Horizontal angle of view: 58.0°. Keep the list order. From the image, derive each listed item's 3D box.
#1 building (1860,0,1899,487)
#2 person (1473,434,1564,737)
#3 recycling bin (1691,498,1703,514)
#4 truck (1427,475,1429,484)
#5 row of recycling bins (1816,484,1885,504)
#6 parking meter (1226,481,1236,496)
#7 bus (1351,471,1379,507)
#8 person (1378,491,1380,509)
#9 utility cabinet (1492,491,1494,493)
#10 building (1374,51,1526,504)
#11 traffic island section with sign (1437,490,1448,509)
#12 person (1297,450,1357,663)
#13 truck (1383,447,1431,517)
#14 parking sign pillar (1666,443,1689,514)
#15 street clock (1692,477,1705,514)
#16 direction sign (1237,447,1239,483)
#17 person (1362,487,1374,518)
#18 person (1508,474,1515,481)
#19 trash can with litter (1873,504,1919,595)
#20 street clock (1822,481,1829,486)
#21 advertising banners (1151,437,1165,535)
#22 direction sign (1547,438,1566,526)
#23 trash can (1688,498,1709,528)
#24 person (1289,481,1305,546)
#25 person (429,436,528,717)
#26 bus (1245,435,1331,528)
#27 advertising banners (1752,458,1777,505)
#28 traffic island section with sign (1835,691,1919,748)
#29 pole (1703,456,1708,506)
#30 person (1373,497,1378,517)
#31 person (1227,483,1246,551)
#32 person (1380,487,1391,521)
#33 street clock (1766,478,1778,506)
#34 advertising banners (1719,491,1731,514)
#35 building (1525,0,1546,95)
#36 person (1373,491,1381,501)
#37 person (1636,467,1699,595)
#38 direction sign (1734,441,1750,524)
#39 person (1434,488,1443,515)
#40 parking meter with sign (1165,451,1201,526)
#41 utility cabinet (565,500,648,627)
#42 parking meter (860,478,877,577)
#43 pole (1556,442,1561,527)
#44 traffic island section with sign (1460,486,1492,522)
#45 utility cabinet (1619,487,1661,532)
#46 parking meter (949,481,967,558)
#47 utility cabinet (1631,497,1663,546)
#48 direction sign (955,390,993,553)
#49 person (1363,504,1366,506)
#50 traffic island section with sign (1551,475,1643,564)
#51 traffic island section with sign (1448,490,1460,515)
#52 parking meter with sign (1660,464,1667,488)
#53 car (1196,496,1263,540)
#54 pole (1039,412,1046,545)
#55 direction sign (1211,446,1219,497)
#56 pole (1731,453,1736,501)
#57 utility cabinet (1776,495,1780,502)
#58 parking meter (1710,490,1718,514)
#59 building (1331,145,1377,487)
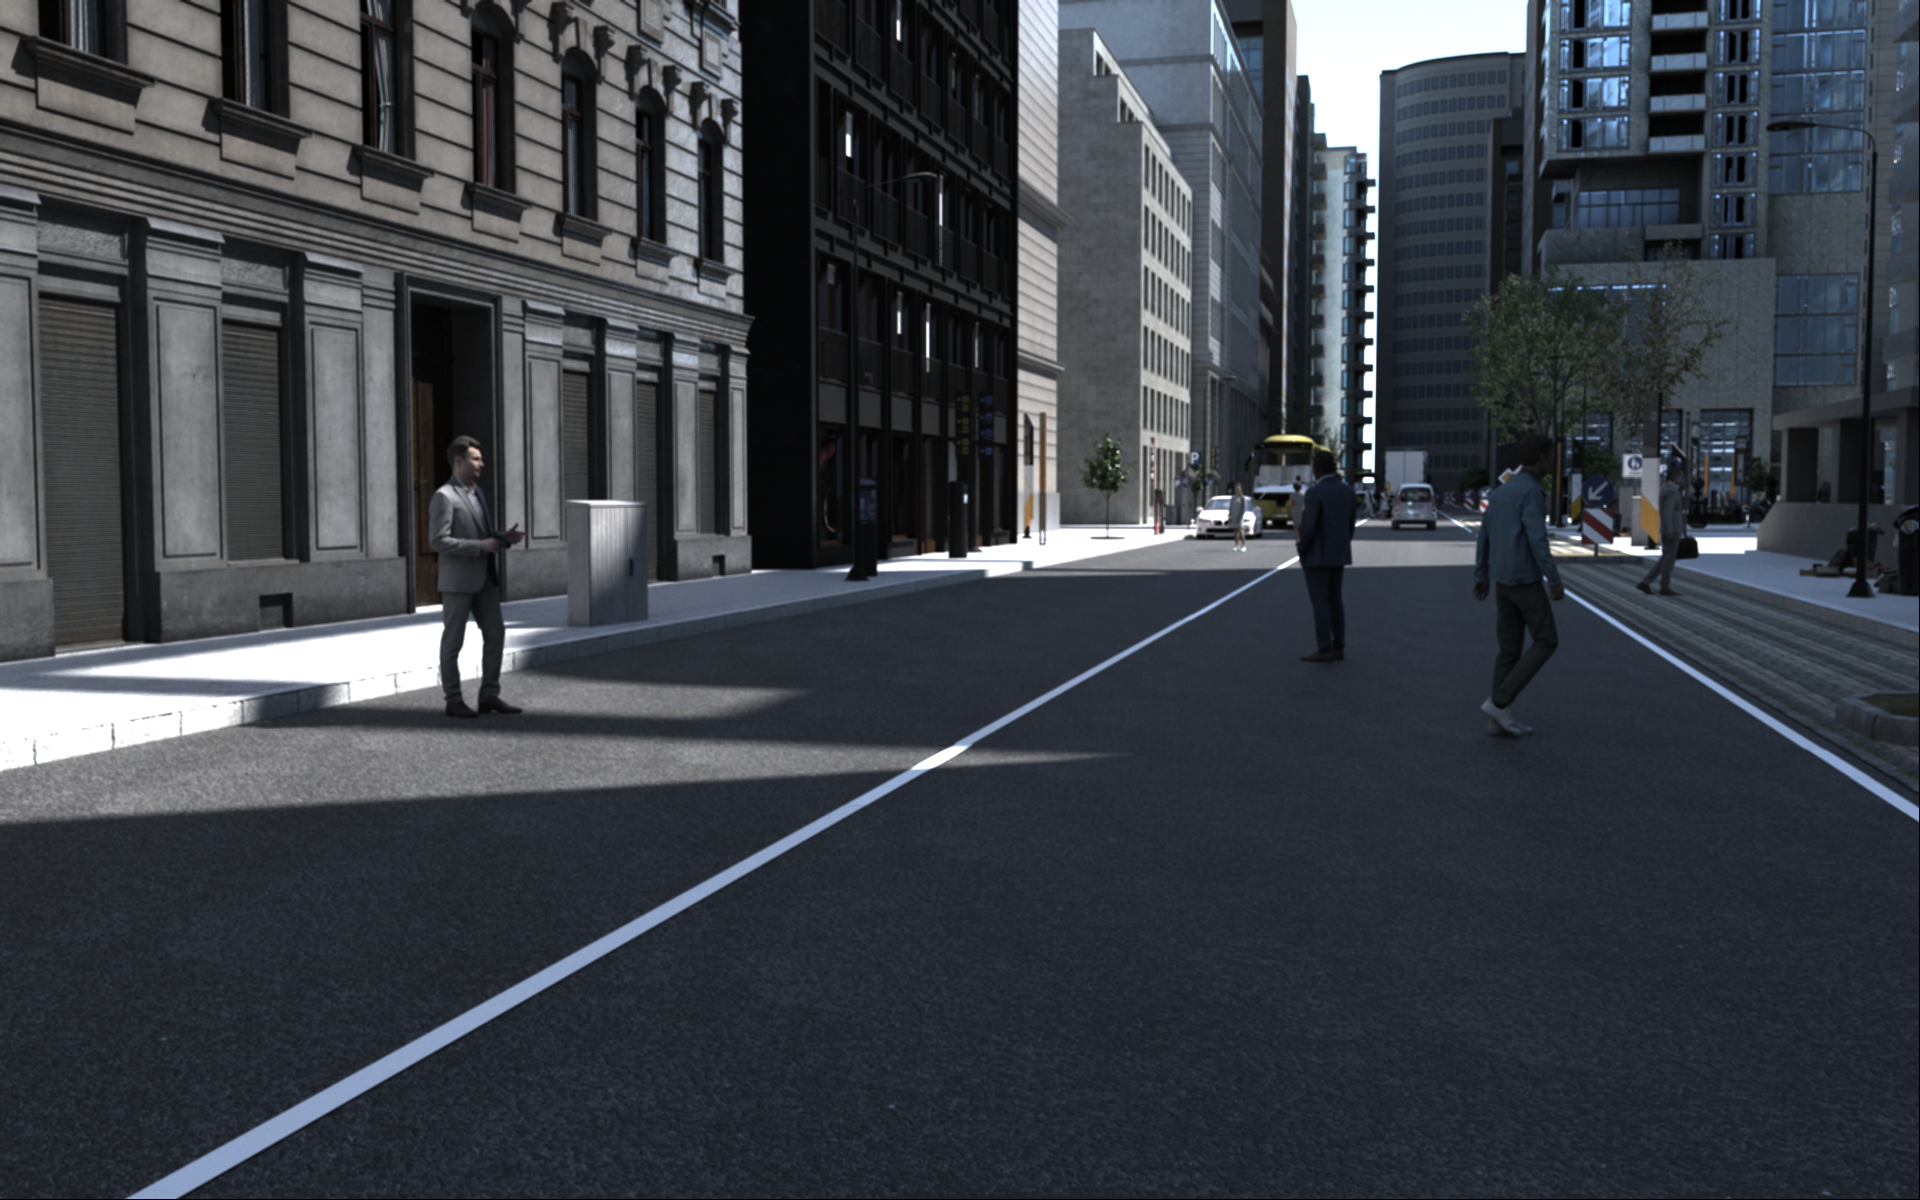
[{"bbox_3d":[90.294,-46.020,190.675,20.611,71.187,20.563,1,4,15],"label":"building"},{"bbox_3d":[3.272,-0.084,10.215,0.444,1.785,0.601,0,4,-6],"label":"person"},{"bbox_3d":[44.944,-5.682,105.459,0.722,1.027,0.722,0,4,2],"label":"recycling bin"},{"bbox_3d":[34.191,-8.379,132.927,3.469,3.379,9.791,1,4,16],"label":"truck"},{"bbox_3d":[37.175,-4.043,73.221,3.534,1.692,1.069,0,4,7],"label":"row of recycling bins"},{"bbox_3d":[12.224,-4.423,78.030,0.399,1.863,0.255,3,5,42],"label":"parking meter"},{"bbox_3d":[44.481,-12.143,190.076,2.896,3.916,12.252,1,4,14],"label":"bus"},{"bbox_3d":[39.347,-9.376,162.620,0.721,1.723,1.217,0,4,-5],"label":"person"},{"bbox_3d":[36.222,-6.640,117.235,0.318,1.500,1.173,0,4,0],"label":"utility cabinet"},{"bbox_3d":[69.579,-42.020,229.033,28.212,58.520,21.231,1,4,15],"label":"building"},{"bbox_3d":[46.666,-9.546,164.697,1.989,1.847,2.006,1,4,15],"label":"traffic island section with sign"},{"bbox_3d":[3.142,-0.374,14.799,0.721,1.800,0.419,-3,5,-42],"label":"person"},{"bbox_3d":[28.183,-7.361,109.266,2.839,4.237,11.283,1,4,16],"label":"truck"},{"bbox_3d":[37.468,-6.238,90.456,1.447,3.967,1.447,-1,4,-13],"label":"parking sign pillar"},{"bbox_3d":[34.529,-4.676,81.015,0.358,2.002,0.471,-3,5,-43],"label":"street clock"},{"bbox_3d":[13.381,-5.593,83.436,0.379,3.537,0.876,0,4,7],"label":"direction sign"},{"bbox_3d":[24.065,-5.734,102.132,0.514,1.842,0.818,-3,5,-42],"label":"person"},{"bbox_3d":[11.194,-1.626,34.959,0.514,1.842,0.818,-2,4,-28],"label":"person"},{"bbox_3d":[12.055,-0.656,22.109,0.624,1.170,1.055,0,4,-3],"label":"trash can with litter"},{"bbox_3d":[47.431,-5.525,94.900,0.358,2.002,0.471,1,4,10],"label":"street clock"},{"bbox_3d":[6.163,-3.541,54.080,0.090,3.025,2.074,1,4,19],"label":"advertising banners"},{"bbox_3d":[24.046,-4.780,70.142,0.876,3.537,0.379,2,4,34],"label":"direction sign"},{"bbox_3d":[27.678,-3.259,64.932,0.748,1.137,0.748,0,3,0],"label":"trash can"},{"bbox_3d":[9.406,-2.376,47.700,0.716,1.782,0.532,0,4,4],"label":"person"},{"bbox_3d":[-3.097,-0.149,11.142,0.583,1.804,0.606,1,4,11],"label":"person"},{"bbox_3d":[14.572,-5.141,75.606,2.896,3.916,12.252,1,4,16],"label":"bus"},{"bbox_3d":[38.697,-5.282,82.552,2.074,3.025,0.090,3,4,36],"label":"advertising banners"},{"bbox_3d":[6.346,-0.093,10.149,1.989,1.847,2.006,1,4,15],"label":"traffic island section with sign"},{"bbox_3d":[40.401,-6.117,93.863,0.158,3.312,0.155,0,3,0],"label":"pole"},{"bbox_3d":[25.828,-5.774,107.594,0.332,1.250,0.352,-1,4,-13],"label":"person"},{"bbox_3d":[7.017,-2.092,43.712,0.512,1.701,0.522,2,4,32],"label":"person"},{"bbox_3d":[22.546,-5.088,91.776,0.616,1.811,0.778,1,4,18],"label":"person"},{"bbox_3d":[37.209,-4.579,79.438,0.471,2.002,0.358,-1,4,-9],"label":"street clock"},{"bbox_3d":[41.195,-5.908,92.791,2.074,3.025,0.090,-3,5,-43],"label":"advertising banners"},{"bbox_3d":[53.760,-30.091,142.101,14.600,45.320,14.200,1,4,15],"label":"building"},{"bbox_3d":[38.676,-9.287,161.064,1.217,1.735,0.721,-2,4,-27],"label":"person"},{"bbox_3d":[10.002,-0.963,24.365,0.853,1.813,0.709,1,4,9],"label":"person"},{"bbox_3d":[33.761,-5.063,74.783,0.379,3.537,0.876,-1,4,-23],"label":"direction sign"},{"bbox_3d":[32.061,-6.608,116.517,0.794,1.824,0.713,-1,4,-23],"label":"person"},{"bbox_3d":[9.039,-4.537,70.433,1.738,3.016,0.543,-3,5,-44],"label":"parking meter with sign"},{"bbox_3d":[-3.487,-0.369,17.191,0.306,1.237,1.020,1,4,22],"label":"utility cabinet"},{"bbox_3d":[-1.480,-1.137,27.005,0.372,1.533,0.369,0,3,0],"label":"parking meter"},{"bbox_3d":[23.609,-4.547,68.182,0.158,3.312,0.155,0,3,0],"label":"pole"},{"bbox_3d":[27.181,-4.979,90.032,1.989,1.847,2.006,1,4,15],"label":"traffic island section with sign"},{"bbox_3d":[21.296,-2.790,54.292,1.173,1.500,0.318,0,4,1],"label":"utility cabinet"},{"bbox_3d":[-0.042,-1.607,34.690,0.372,1.533,0.369,0,3,0],"label":"parking meter"},{"bbox_3d":[17.129,-1.932,42.755,1.020,1.237,0.306,2,4,25],"label":"utility cabinet"},{"bbox_3d":[0.316,-2.818,38.065,0.876,3.537,0.379,-1,4,-18],"label":"direction sign"},{"bbox_3d":[47.756,-11.910,204.171,0.436,1.711,0.756,-1,4,-17],"label":"person"},{"bbox_3d":[13.153,-1.690,36.261,1.989,1.847,2.006,1,4,15],"label":"traffic island section with sign"},{"bbox_3d":[34.120,-6.605,116.619,1.989,1.847,2.006,1,4,15],"label":"traffic island section with sign"},{"bbox_3d":[41.447,-6.452,101.746,0.543,3.016,1.738,2,4,31],"label":"parking meter with sign"},{"bbox_3d":[8.769,-2.679,56.160,2.083,1.381,4.827,1,4,14],"label":"car"},{"bbox_3d":[2.075,-3.028,43.357,0.158,3.312,0.155,0,3,0],"label":"pole"},{"bbox_3d":[12.106,-5.523,82.298,0.379,3.537,0.876,2,4,30],"label":"direction sign"},{"bbox_3d":[38.662,-5.669,86.534,0.158,3.312,0.155,0,3,0],"label":"pole"},{"bbox_3d":[44.643,-5.117,94.819,0.306,1.237,1.020,-3,5,-39],"label":"utility cabinet"},{"bbox_3d":[45.398,-5.863,104.265,0.372,1.533,0.369,0,3,0],"label":"parking meter"},{"bbox_3d":[41.409,-37.843,238.340,30.456,49.044,23.786,1,4,15],"label":"building"}]
